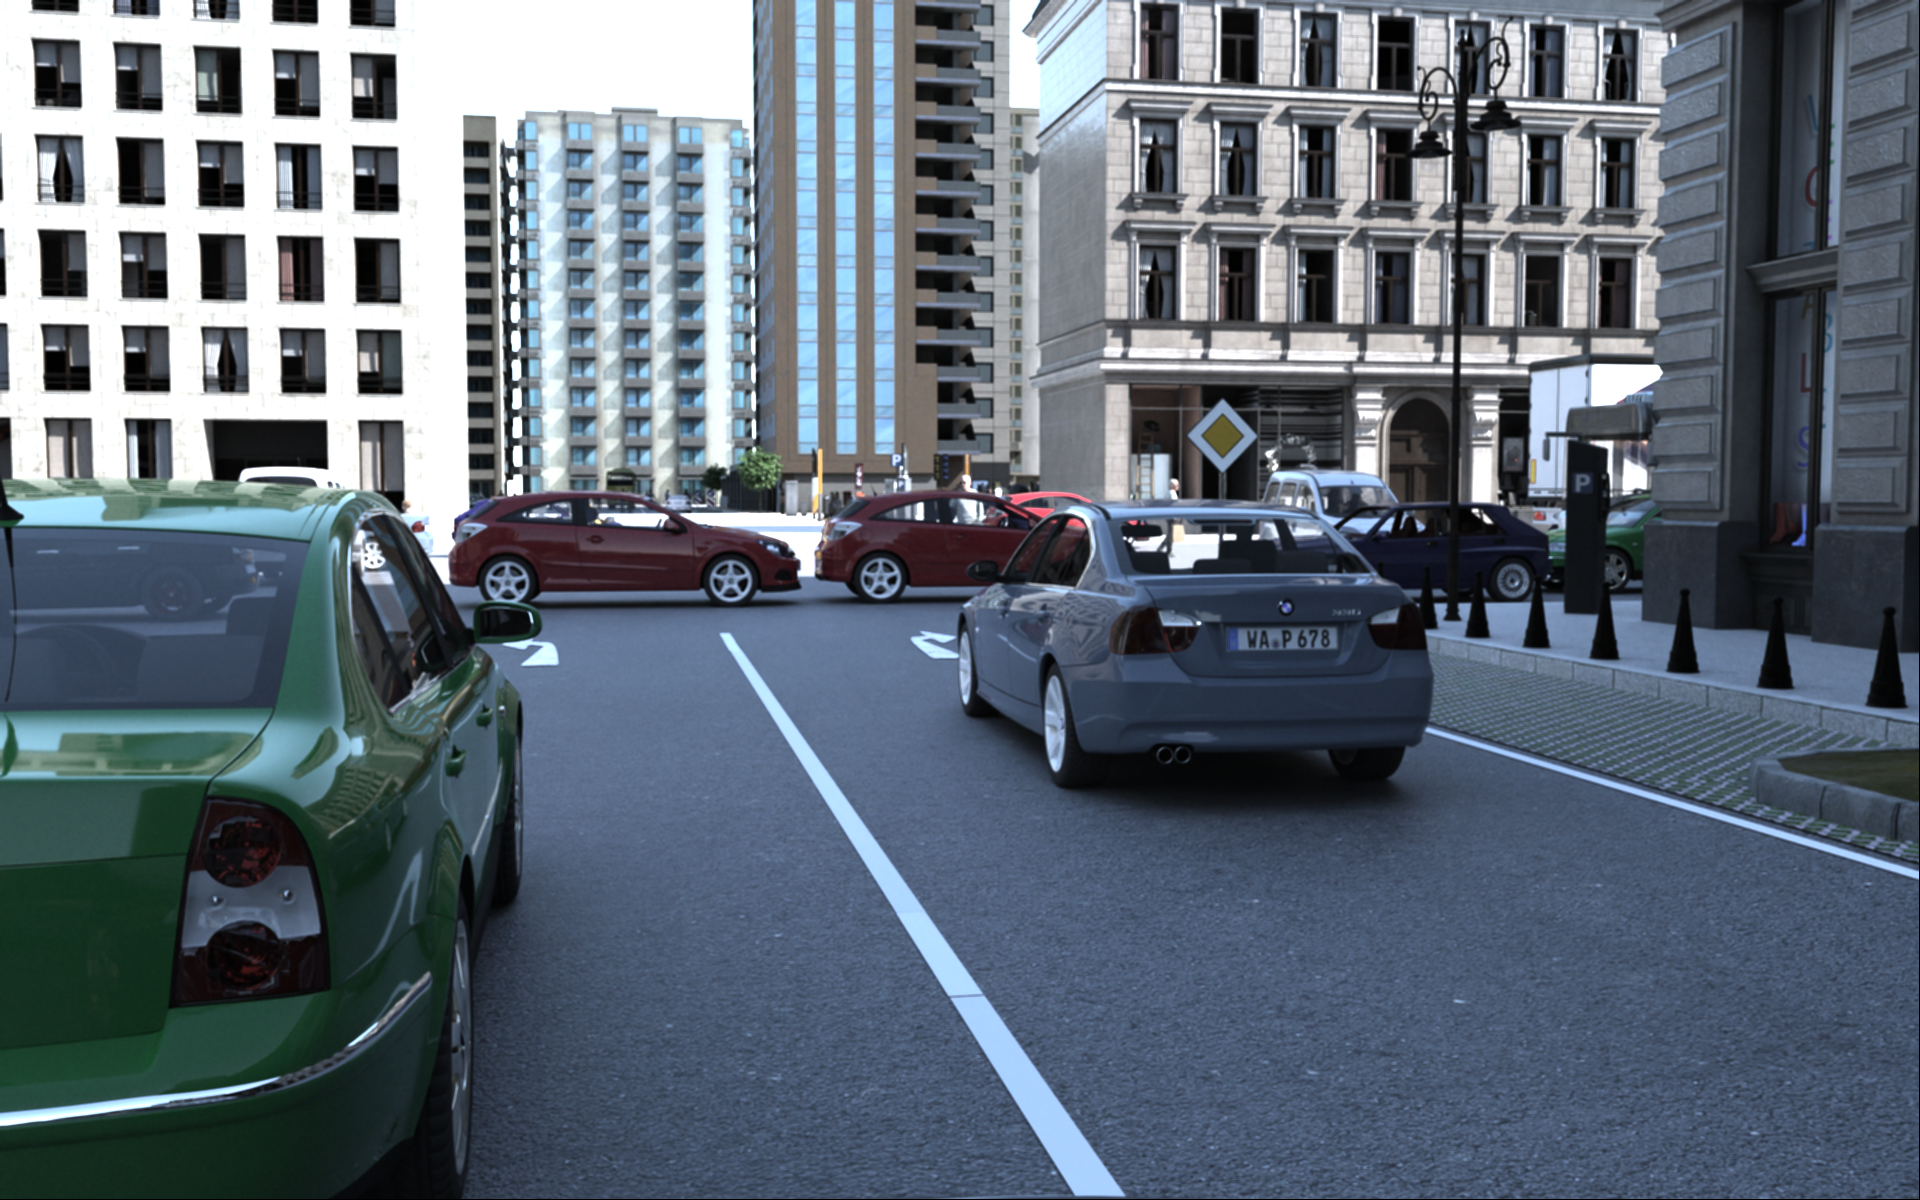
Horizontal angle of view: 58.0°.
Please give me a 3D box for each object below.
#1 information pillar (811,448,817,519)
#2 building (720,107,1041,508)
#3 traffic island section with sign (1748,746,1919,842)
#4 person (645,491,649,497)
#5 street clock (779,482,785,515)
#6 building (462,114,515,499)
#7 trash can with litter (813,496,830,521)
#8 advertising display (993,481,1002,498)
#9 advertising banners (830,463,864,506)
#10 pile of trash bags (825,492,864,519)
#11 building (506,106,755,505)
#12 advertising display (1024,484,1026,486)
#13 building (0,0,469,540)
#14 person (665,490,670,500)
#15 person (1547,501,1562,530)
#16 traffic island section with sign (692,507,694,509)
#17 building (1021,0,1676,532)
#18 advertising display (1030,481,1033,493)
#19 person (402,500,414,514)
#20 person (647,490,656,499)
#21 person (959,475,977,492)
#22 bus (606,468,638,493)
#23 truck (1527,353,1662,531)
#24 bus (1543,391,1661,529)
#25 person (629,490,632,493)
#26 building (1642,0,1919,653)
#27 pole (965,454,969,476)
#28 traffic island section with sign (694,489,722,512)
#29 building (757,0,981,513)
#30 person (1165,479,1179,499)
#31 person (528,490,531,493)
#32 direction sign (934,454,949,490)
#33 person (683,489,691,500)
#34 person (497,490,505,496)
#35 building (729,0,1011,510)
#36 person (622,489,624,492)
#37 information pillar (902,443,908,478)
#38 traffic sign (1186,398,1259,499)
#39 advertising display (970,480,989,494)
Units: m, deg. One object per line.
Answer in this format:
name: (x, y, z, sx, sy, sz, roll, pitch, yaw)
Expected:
information pillar: (-7.351, -5.892, 87.683, 0.183, 3.616, 0.504, -2, 4, -27)
building: (-6.386, -28.896, 164.332, 32.217, 40.220, 23.993, -1, 4, -11)
traffic island section with sign: (4.740, 0.056, 7.719, 1.989, 1.847, 2.006, -1, 4, -11)
person: (-34.924, -11.317, 193.554, 0.705, 1.821, 1.348, 1, 4, 11)
street clock: (-10.931, -6.256, 106.863, 0.358, 2.002, 0.471, 2, 4, 28)
building: (-65.914, -35.865, 210.095, 21.600, 48.544, 21.300, -1, 4, -11)
trash can with litter: (-6.180, -4.367, 82.457, 1.678, 1.210, 2.233, 1, 4, 13)
advertising display: (1.881, -5.035, 87.533, 0.123, 1.923, 0.974, 1, 4, 23)
advertising banners: (-6.425, -6.244, 98.282, 2.074, 3.025, 0.090, 1, 4, 18)
pile of trash bags: (-5.781, -4.927, 90.316, 1.912, 1.369, 3.447, 1, 4, 19)
building: (-40.556, -36.531, 216.894, 30.456, 49.044, 23.786, -1, 4, -11)
advertising display: (3.733, -6.277, 107.839, 0.123, 1.923, 0.974, -3, 5, -42)
building: (-23.800, -12.008, 51.080, 16.860, 20.320, 10.420, -1, 4, -11)
person: (-27.310, -9.414, 162.293, 0.599, 1.838, 0.709, 0, 4, 8)
person: (14.998, -2.071, 42.895, 0.750, 1.759, 0.617, -2, 4, -26)
traffic island section with sign: (-25.021, -9.536, 164.542, 1.989, 1.847, 2.006, -1, 4, -11)
building: (4.873, -12.602, 56.948, 40.483, 20.767, 10.553, -1, 4, -11)
advertising display: (3.429, -4.739, 82.690, 0.123, 1.923, 0.974, 0, 4, 1)
person: (-12.045, -1.530, 37.787, 0.475, 1.303, 0.640, 1, 4, 22)
person: (-28.404, -9.195, 158.825, 0.705, 1.826, 1.348, 3, 5, 43)
person: (0.049, -1.367, 31.336, 0.782, 1.767, 0.515, 0, 4, -3)
bus: (-31.986, -10.540, 163.867, 2.896, 3.916, 12.252, -1, 4, -10)
truck: (17.797, -2.926, 36.747, 11.283, 4.237, 2.839, -1, 4, -11)
bus: (16.542, -2.202, 30.870, 13.247, 3.499, 2.948, -1, 4, -11)
person: (-23.809, -7.105, 125.404, 1.217, 1.736, 0.721, 3, 4, 37)
building: (13.328, -10.996, 8.662, 11.050, 23.489, 19.941, -1, 4, -11)
pole: (0.353, -5.740, 87.684, 0.158, 3.312, 0.155, 0, 3, 0)
traffic island section with sign: (-19.989, -7.916, 138.058, 1.989, 1.847, 2.006, -1, 4, -11)
building: (-6.879, -28.929, 123.094, 14.600, 45.320, 14.200, -1, 4, -11)
person: (4.748, -1.833, 38.957, 0.515, 1.767, 0.782, -1, 4, -9)
person: (-42.753, -10.027, 172.065, 0.705, 1.869, 1.348, -3, 4, -37)
direction sign: (-1.067, -6.493, 98.152, 0.876, 3.537, 0.379, 1, 4, 20)
person: (-21.458, -7.771, 135.512, 1.348, 1.831, 0.705, 3, 4, 36)
person: (-33.780, -7.242, 127.619, 1.217, 1.735, 0.721, -1, 4, -9)
building: (-8.069, -42.946, 140.413, 20.563, 71.187, 20.611, -1, 4, -11)
person: (-25.770, -7.610, 132.788, 0.709, 1.838, 0.599, 3, 5, 44)
information pillar: (-2.524, -5.384, 79.385, 0.183, 3.616, 0.504, 1, 4, 22)
traffic sign: (2.733, -0.887, 18.141, 0.795, 2.450, 0.064, -1, 4, -11)
advertising display: (0.882, -4.414, 77.384, 0.974, 1.923, 0.123, -3, 4, -36)
